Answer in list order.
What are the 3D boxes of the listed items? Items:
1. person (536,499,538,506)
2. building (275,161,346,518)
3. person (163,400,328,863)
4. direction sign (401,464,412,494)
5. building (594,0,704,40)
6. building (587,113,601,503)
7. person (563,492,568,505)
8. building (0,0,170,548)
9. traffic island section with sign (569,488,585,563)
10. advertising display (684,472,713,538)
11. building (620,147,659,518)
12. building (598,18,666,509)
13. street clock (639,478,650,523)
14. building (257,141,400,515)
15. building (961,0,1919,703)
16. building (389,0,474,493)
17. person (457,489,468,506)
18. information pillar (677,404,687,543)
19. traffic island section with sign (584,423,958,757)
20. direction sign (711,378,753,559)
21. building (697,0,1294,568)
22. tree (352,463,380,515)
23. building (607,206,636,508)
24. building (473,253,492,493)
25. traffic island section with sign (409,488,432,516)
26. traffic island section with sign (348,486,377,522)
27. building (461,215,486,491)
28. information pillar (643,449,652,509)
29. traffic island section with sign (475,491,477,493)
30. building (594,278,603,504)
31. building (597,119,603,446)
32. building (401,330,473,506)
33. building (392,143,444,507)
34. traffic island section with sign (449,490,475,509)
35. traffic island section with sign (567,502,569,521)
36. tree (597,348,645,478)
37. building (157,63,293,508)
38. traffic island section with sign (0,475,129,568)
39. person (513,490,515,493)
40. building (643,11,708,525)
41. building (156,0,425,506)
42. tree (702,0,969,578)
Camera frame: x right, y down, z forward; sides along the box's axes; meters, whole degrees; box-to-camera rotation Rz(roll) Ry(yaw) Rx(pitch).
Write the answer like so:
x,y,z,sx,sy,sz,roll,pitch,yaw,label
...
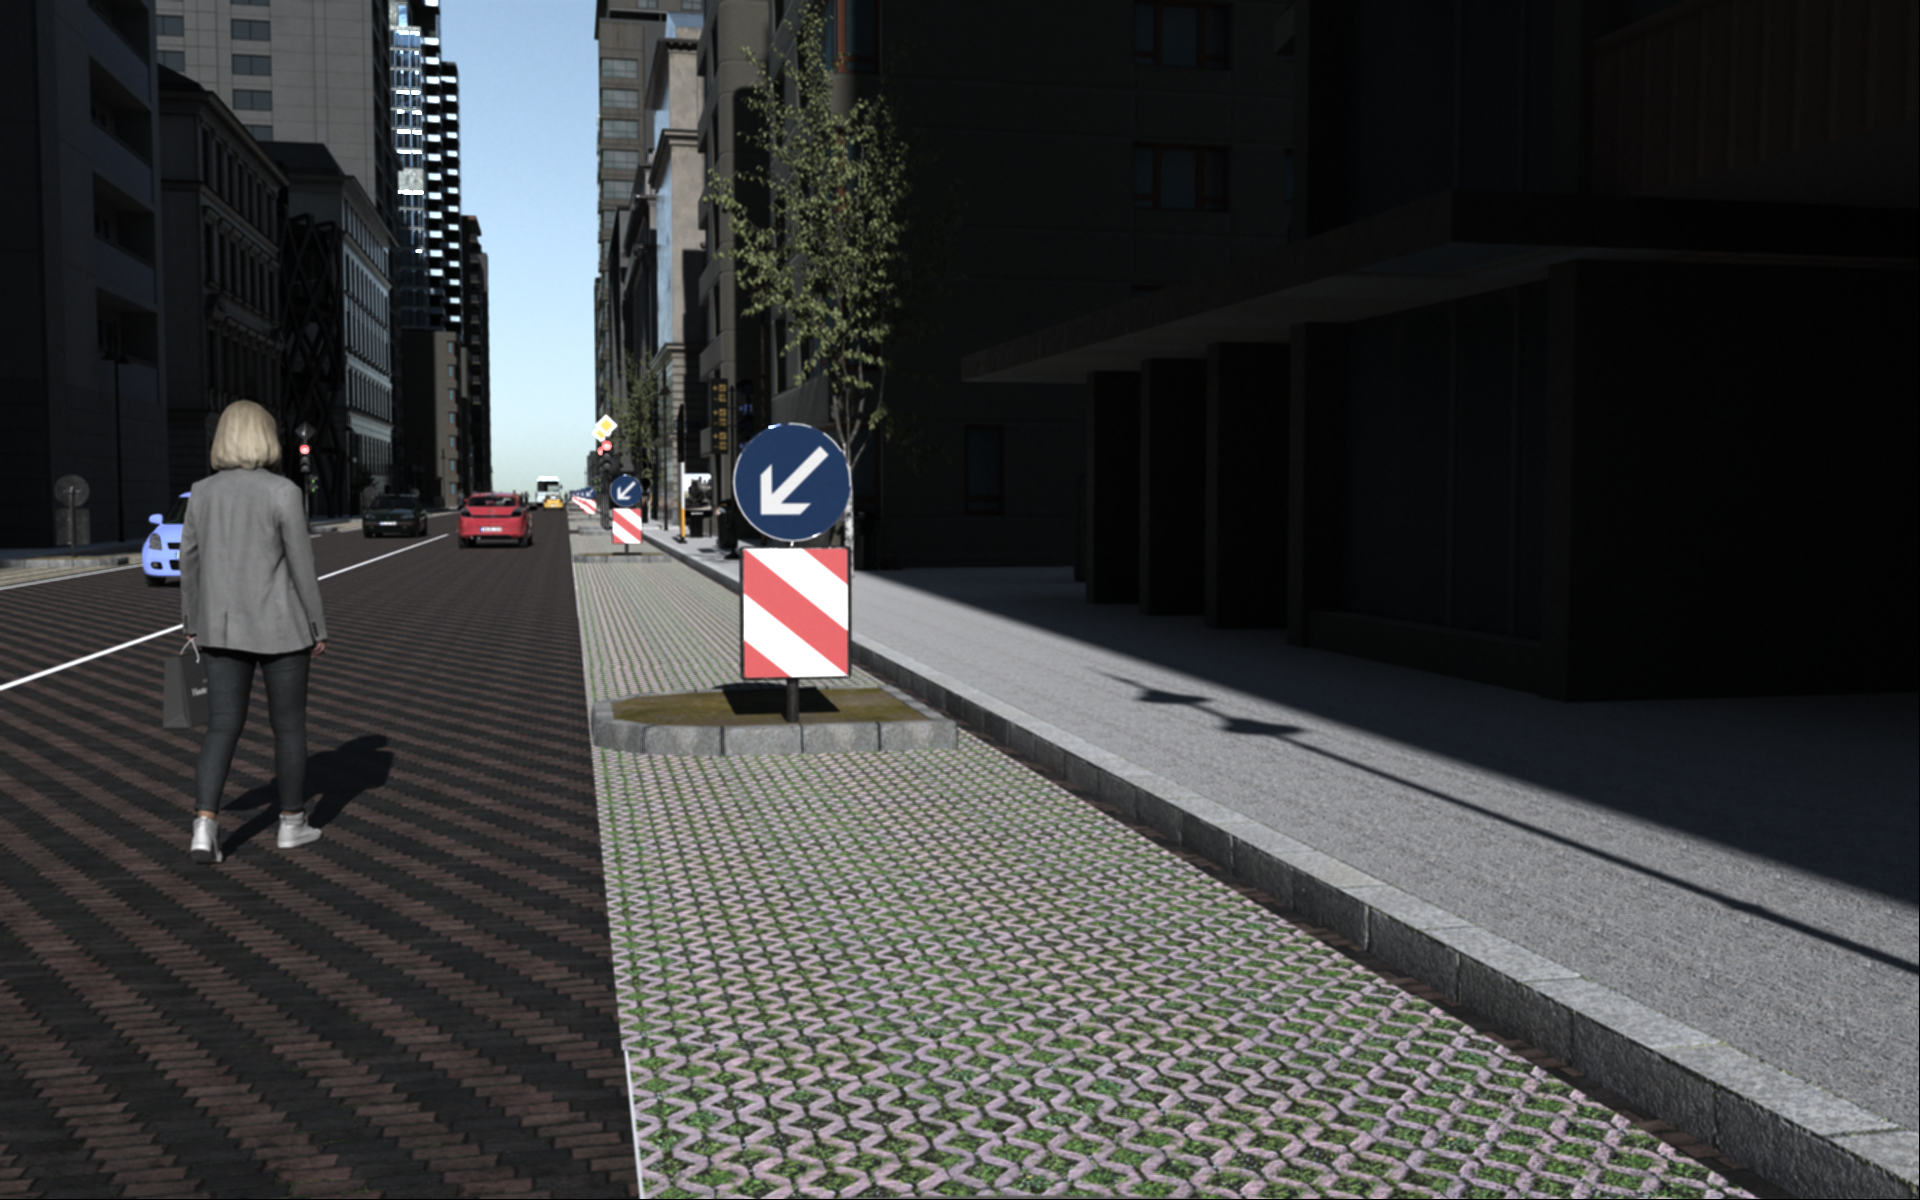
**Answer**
x,y,z,sx,sy,sz,roll,pitch,yaw,label
-51.584,-12.407,211.296,0.705,1.831,1.348,-2,4,-27,person
-41.479,-13.671,90.967,16.820,18.784,16.811,-1,4,-13,building
-2.882,0.112,6.857,0.709,1.800,0.728,0,4,8,person
-42.199,-8.575,132.191,0.379,3.537,0.876,3,5,39,direction sign
-21.923,-35.879,175.864,28.713,52.752,27.495,-1,4,-13,building
-50.014,-59.397,283.818,22.319,86.520,31.000,-1,4,-13,building
-52.775,-13.622,231.672,0.568,1.767,0.683,0,4,-5,person
-37.167,-30.735,44.517,28.212,58.520,21.231,-1,4,-13,building
-7.190,-1.714,36.660,1.989,1.847,2.006,-1,4,-13,traffic island section with sign
-7.756,-2.795,50.905,0.974,1.923,0.123,-1,4,-23,advertising display
-13.037,-15.987,103.191,13.314,21.916,24.055,-1,4,-13,building
-24.813,-28.788,154.279,14.154,41.232,14.086,-1,4,-13,building
-13.939,-4.405,76.592,0.358,2.002,0.471,3,5,42,street clock
-48.195,-17.487,119.203,16.112,22.955,30.059,-1,4,-13,building
13.649,-21.675,9.014,22.147,44.769,28.867,-1,4,-13,building
-76.903,-56.188,231.348,22.319,86.520,31.000,-1,4,-13,building
-41.351,-8.271,143.806,0.705,1.814,1.350,2,4,25,person
-7.277,-3.293,45.193,0.183,3.616,0.504,-1,4,-21,information pillar
-1.199,-0.107,10.376,1.989,1.847,2.006,-1,4,-13,traffic island section with sign
-4.474,-2.574,34.083,0.876,3.537,0.379,-2,4,-29,direction sign
8.038,-12.304,46.204,27.650,21.520,28.899,-1,4,-13,building
-36.266,-6.808,105.914,1.663,3.219,1.824,0,3,0,tree
-18.699,-18.988,129.517,14.314,24.678,30.058,-1,4,-13,building
-84.679,-36.728,284.091,14.154,41.232,14.086,-1,4,-13,building
-36.018,-6.477,114.527,1.989,1.847,2.006,-1,4,-13,traffic island section with sign
-30.028,-4.869,88.235,1.989,1.847,2.006,-1,4,-13,traffic island section with sign
-83.770,-37.145,261.942,22.147,44.769,28.867,-1,4,-13,building
-16.055,-5.967,88.920,0.504,3.616,0.183,1,4,18,information pillar
-53.265,-11.110,190.282,1.989,1.847,2.006,-1,4,-13,traffic island section with sign
-41.806,-28.188,232.574,14.160,30.474,14.107,-1,4,-13,building
-31.056,-35.735,203.867,23.786,49.044,30.456,-1,4,-13,building
-70.293,-21.443,195.638,27.650,21.520,28.899,-1,4,-13,building
-67.696,-29.126,168.093,32.217,40.220,23.993,-1,4,-13,building
-47.287,-9.503,163.995,1.989,1.847,2.006,-1,4,-13,traffic island section with sign
-19.598,-5.047,91.144,1.989,1.847,2.006,-1,4,-13,traffic island section with sign
-15.636,-8.275,85.653,4.737,8.622,4.395,0,3,0,tree
-35.100,-12.752,73.119,10.561,19.102,19.286,-1,4,-13,building
-17.799,-1.586,34.553,1.989,1.847,2.006,-1,4,-13,traffic island section with sign
-46.165,-10.461,179.469,1.348,1.831,0.705,0,4,-3,person
3.575,-15.902,79.077,34.723,24.649,14.460,-1,4,-13,building
-56.911,-43.309,146.356,20.563,71.187,20.611,-1,4,-13,building
-1.702,-4.618,25.866,4.737,8.622,4.395,0,3,0,tree
